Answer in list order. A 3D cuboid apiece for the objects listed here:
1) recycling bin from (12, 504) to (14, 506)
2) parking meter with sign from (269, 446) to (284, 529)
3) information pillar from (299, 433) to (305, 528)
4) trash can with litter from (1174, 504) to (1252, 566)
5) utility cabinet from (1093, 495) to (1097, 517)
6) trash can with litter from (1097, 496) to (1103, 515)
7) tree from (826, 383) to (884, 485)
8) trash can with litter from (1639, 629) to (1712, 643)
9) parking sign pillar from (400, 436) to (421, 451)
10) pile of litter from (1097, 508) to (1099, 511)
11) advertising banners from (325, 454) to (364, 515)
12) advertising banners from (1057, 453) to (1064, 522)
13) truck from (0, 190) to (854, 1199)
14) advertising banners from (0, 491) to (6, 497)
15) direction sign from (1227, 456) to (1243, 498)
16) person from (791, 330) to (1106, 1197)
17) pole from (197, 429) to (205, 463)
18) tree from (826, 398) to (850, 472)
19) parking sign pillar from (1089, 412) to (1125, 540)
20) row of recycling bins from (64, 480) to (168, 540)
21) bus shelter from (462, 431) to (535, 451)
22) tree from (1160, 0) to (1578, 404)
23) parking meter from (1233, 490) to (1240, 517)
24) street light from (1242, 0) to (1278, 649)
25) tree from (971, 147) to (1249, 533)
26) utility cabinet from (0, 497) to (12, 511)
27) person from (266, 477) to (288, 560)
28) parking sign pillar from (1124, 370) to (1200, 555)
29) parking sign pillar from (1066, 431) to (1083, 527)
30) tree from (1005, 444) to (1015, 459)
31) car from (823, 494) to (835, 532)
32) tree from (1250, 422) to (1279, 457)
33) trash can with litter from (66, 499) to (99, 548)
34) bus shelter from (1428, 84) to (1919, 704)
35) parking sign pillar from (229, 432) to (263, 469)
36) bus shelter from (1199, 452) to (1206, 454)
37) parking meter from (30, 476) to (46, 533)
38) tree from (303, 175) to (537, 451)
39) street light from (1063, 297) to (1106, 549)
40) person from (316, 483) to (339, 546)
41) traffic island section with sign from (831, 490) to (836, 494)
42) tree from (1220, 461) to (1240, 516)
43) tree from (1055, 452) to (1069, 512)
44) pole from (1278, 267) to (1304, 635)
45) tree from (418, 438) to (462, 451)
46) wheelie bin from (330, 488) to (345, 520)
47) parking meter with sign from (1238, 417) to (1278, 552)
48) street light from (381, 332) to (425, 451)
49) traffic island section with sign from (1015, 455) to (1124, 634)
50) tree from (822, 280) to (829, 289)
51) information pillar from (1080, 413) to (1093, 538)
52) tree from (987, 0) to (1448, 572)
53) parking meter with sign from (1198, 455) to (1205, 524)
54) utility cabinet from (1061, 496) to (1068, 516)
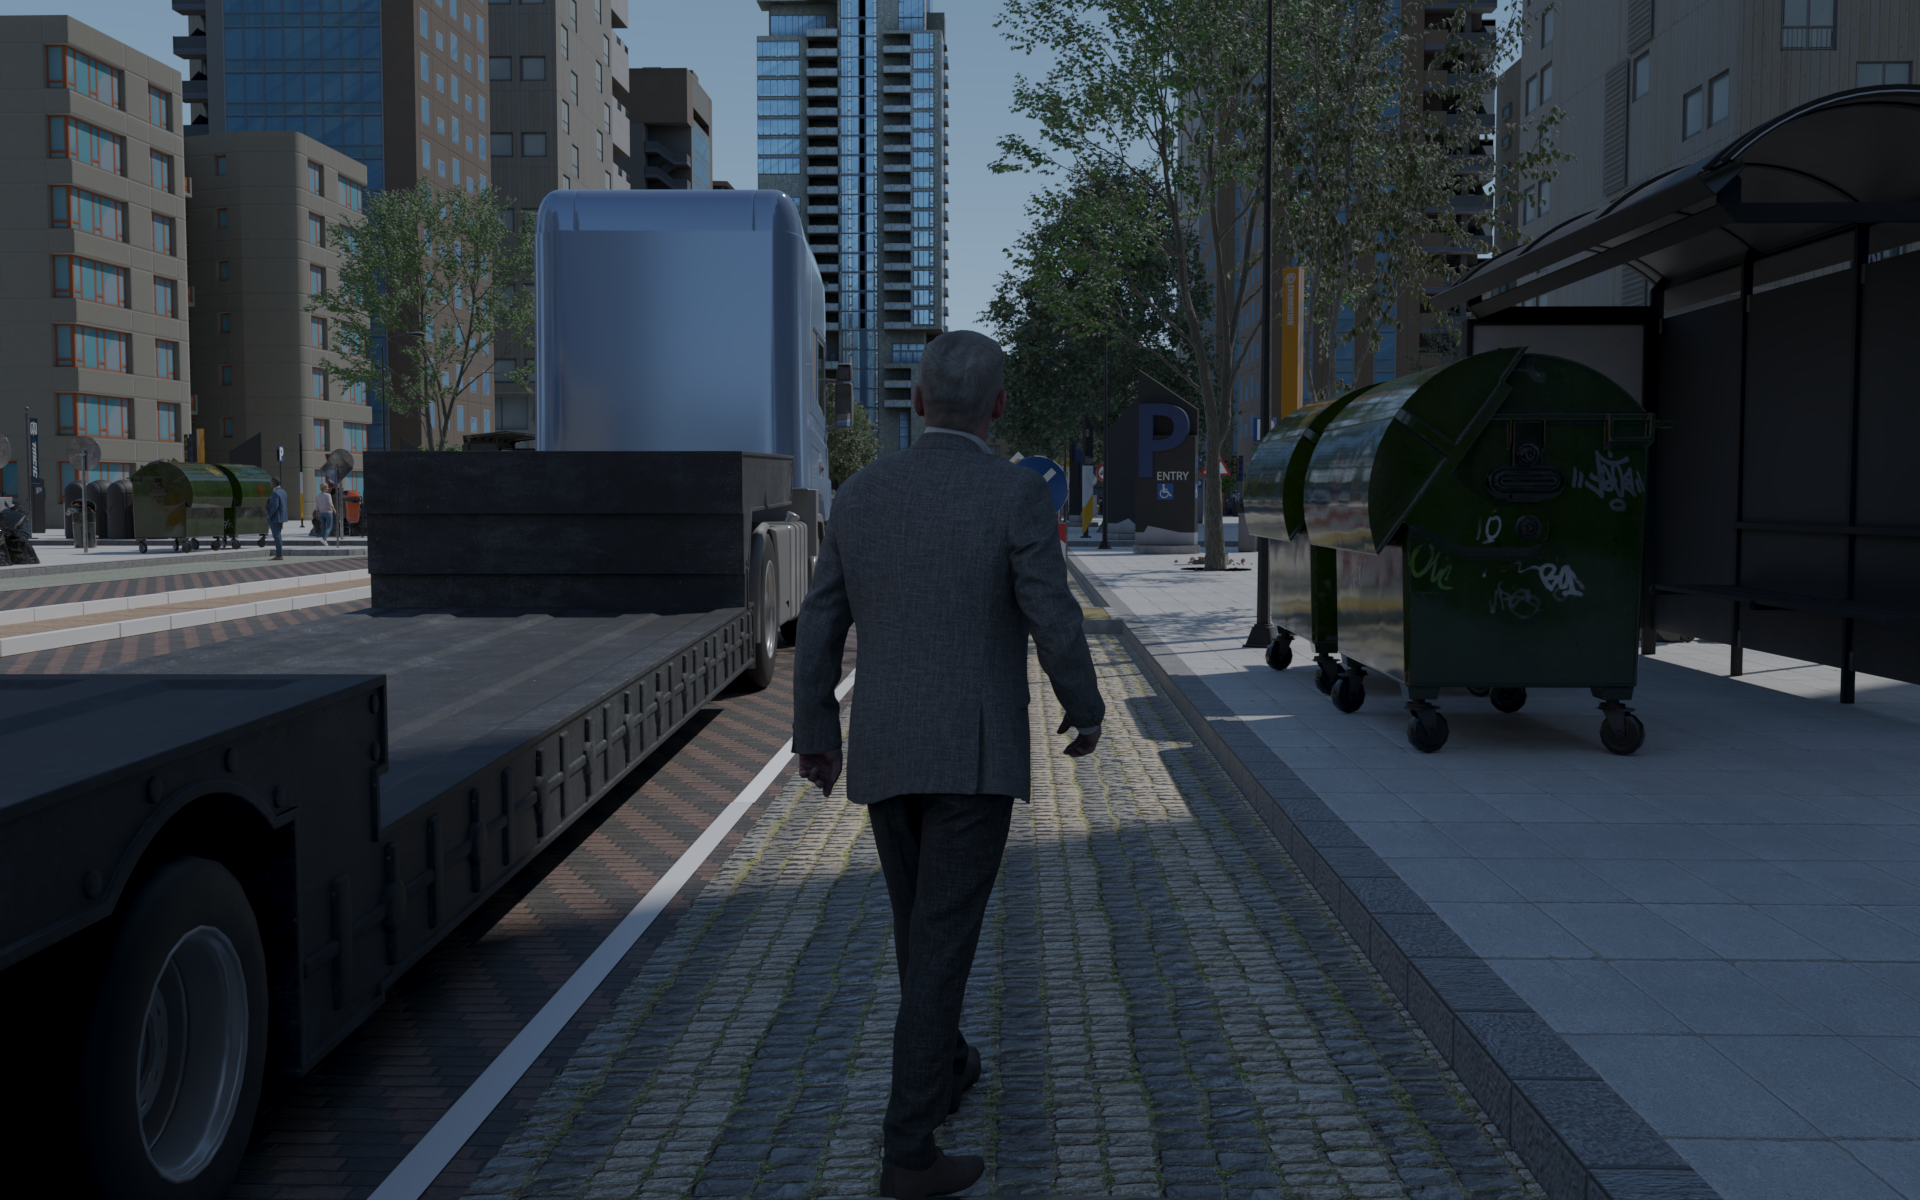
[{"bbox_3d":[-23.389,-1.800,41.991,0.722,1.027,0.722,-1,4,-17],"label":"recycling bin"},{"bbox_3d":[-25.598,-4.090,63.128,1.738,3.016,0.543,0,4,-5],"label":"parking meter with sign"},{"bbox_3d":[-25.115,-4.567,66.031,0.183,3.616,0.504,-1,4,-23],"label":"information pillar"},{"bbox_3d":[4.835,-1.292,32.181,1.678,1.210,2.233,1,4,17],"label":"trash can with litter"},{"bbox_3d":[7.328,-5.310,97.983,0.306,1.237,1.020,3,5,41],"label":"utility cabinet"},{"bbox_3d":[8.591,-5.767,105.671,0.624,1.170,1.055,-1,4,-16],"label":"trash can with litter"},{"bbox_3d":[-13.384,-15.369,168.287,9.611,12.733,9.660,0,3,0],"label":"tree"},{"bbox_3d":[6.369,-0.231,15.162,1.055,1.170,0.624,0,4,-1],"label":"trash can with litter"},{"bbox_3d":[-25.553,-5.681,81.357,1.447,3.967,1.447,-3,5,-43],"label":"parking sign pillar"},{"bbox_3d":[9.966,-6.599,121.861,1.719,0.858,1.176,-1,4,-11],"label":"pile of litter"},{"bbox_3d":[-26.516,-4.844,75.382,2.074,3.025,0.090,-2,4,-27],"label":"advertising banners"},{"bbox_3d":[4.291,-4.787,74.462,0.090,3.025,2.074,0,4,-6],"label":"advertising banners"},{"bbox_3d":[-2.604,-1.213,9.587,2.967,4.110,18.799,0,4,0],"label":"truck"},{"bbox_3d":[-35.270,-4.028,62.050,0.090,3.025,2.074,2,4,34],"label":"advertising banners"},{"bbox_3d":[16.342,-6.731,102.051,0.379,3.537,0.876,-3,4,-37],"label":"direction sign"},{"bbox_3d":[-0.004,0.313,3.775,0.661,1.777,0.834,1,4,20],"label":"person"},{"bbox_3d":[-23.729,-3.691,54.189,0.158,3.312,0.155,0,3,0],"label":"pole"},{"bbox_3d":[-13.562,-13.525,155.545,8.767,10.594,7.601,1,4,11],"label":"tree"},{"bbox_3d":[4.711,-3.672,48.502,1.447,3.967,1.447,-2,4,-34],"label":"parking sign pillar"},{"bbox_3d":[-24.182,-2.597,49.582,3.534,1.692,1.069,1,4,21],"label":"row of recycling bins"},{"bbox_3d":[-17.562,-4.653,67.367,1.731,3.624,6.357,0,4,2],"label":"bus shelter"},{"bbox_3d":[4.198,-4.173,18.587,4.360,8.622,3.978,0,3,0],"label":"tree"},{"bbox_3d":[15.536,-5.443,97.404,0.372,1.533,0.369,0,3,0],"label":"parking meter"},{"bbox_3d":[2.006,-2.559,14.386,1.470,5.913,1.316,0,4,2],"label":"street light"},{"bbox_3d":[4.936,-8.591,57.475,9.611,12.733,9.660,0,3,0],"label":"tree"},{"bbox_3d":[-19.255,-1.430,34.541,1.020,1.237,0.306,3,5,40],"label":"utility cabinet"},{"bbox_3d":[-14.676,-1.746,37.234,0.419,1.800,0.721,-1,4,-9],"label":"person"},{"bbox_3d":[4.459,-2.987,37.311,1.447,3.967,1.447,1,4,17],"label":"parking sign pillar"},{"bbox_3d":[4.727,-4.867,68.044,1.447,3.967,1.447,2,4,26],"label":"parking sign pillar"},{"bbox_3d":[9.475,-17.995,200.868,9.857,13.997,8.962,0,3,0],"label":"tree"},{"bbox_3d":[-4.270,-3.232,64.648,2.131,1.459,4.920,0,4,0],"label":"car"},{"bbox_3d":[13.617,-5.389,71.822,4.285,4.588,4.351,0,3,0],"label":"tree"},{"bbox_3d":[-20.868,-1.824,41.210,0.624,1.170,1.055,-1,4,-21],"label":"trash can with litter"},{"bbox_3d":[4.724,-1.066,11.345,2.014,3.302,5.546,0,4,2],"label":"bus shelter"},{"bbox_3d":[-30.739,-5.268,74.597,1.447,3.967,1.447,-1,4,-19],"label":"parking sign pillar"},{"bbox_3d":[8.299,-4.519,67.808,2.014,3.302,5.546,0,4,2],"label":"bus shelter"},{"bbox_3d":[-30.118,-3.113,56.604,0.255,1.863,0.399,3,5,44],"label":"parking meter"},{"bbox_3d":[-16.792,-7.937,55.532,9.928,11.665,9.643,0,3,0],"label":"tree"},{"bbox_3d":[2.833,-4.137,40.188,1.470,5.913,1.316,0,4,2],"label":"street light"},{"bbox_3d":[-17.159,-2.306,46.871,0.731,1.740,0.598,0,4,4],"label":"person"},{"bbox_3d":[-11.064,-8.704,150.939,1.989,1.847,2.006,0,4,2],"label":"traffic island section with sign"},{"bbox_3d":[15.234,-6.476,100.480,1.663,3.219,1.824,0,3,0],"label":"tree"},{"bbox_3d":[5.656,-8.725,93.016,4.737,8.622,4.395,0,3,0],"label":"tree"},{"bbox_3d":[3.013,-1.340,15.746,0.158,3.312,0.155,0,3,0],"label":"pole"},{"bbox_3d":[-28.934,-6.910,96.693,4.285,4.588,4.351,0,3,0],"label":"tree"},{"bbox_3d":[-30.359,-4.690,84.593,0.693,1.594,0.980,3,4,38],"label":"wheelie bin"},{"bbox_3d":[6.639,-2.599,38.761,0.543,3.016,1.738,1,4,23],"label":"parking meter with sign"},{"bbox_3d":[-16.010,-4.722,49.753,1.470,5.913,1.316,0,4,2],"label":"street light"},{"bbox_3d":[0.704,-0.607,18.555,1.989,1.847,2.006,0,4,2],"label":"traffic island section with sign"},{"bbox_3d":[-16.076,-16.506,125.768,12.611,20.169,13.585,0,3,0],"label":"tree"},{"bbox_3d":[3.723,-3.621,50.558,0.183,3.616,0.504,2,4,35],"label":"information pillar"},{"bbox_3d":[4.290,-6.304,28.829,9.928,11.665,9.643,0,3,0],"label":"tree"},{"bbox_3d":[10.437,-4.842,75.424,0.543,3.016,1.738,1,4,14],"label":"parking meter with sign"},{"bbox_3d":[6.390,-5.616,102.991,1.020,1.237,0.306,1,4,16],"label":"utility cabinet"}]
